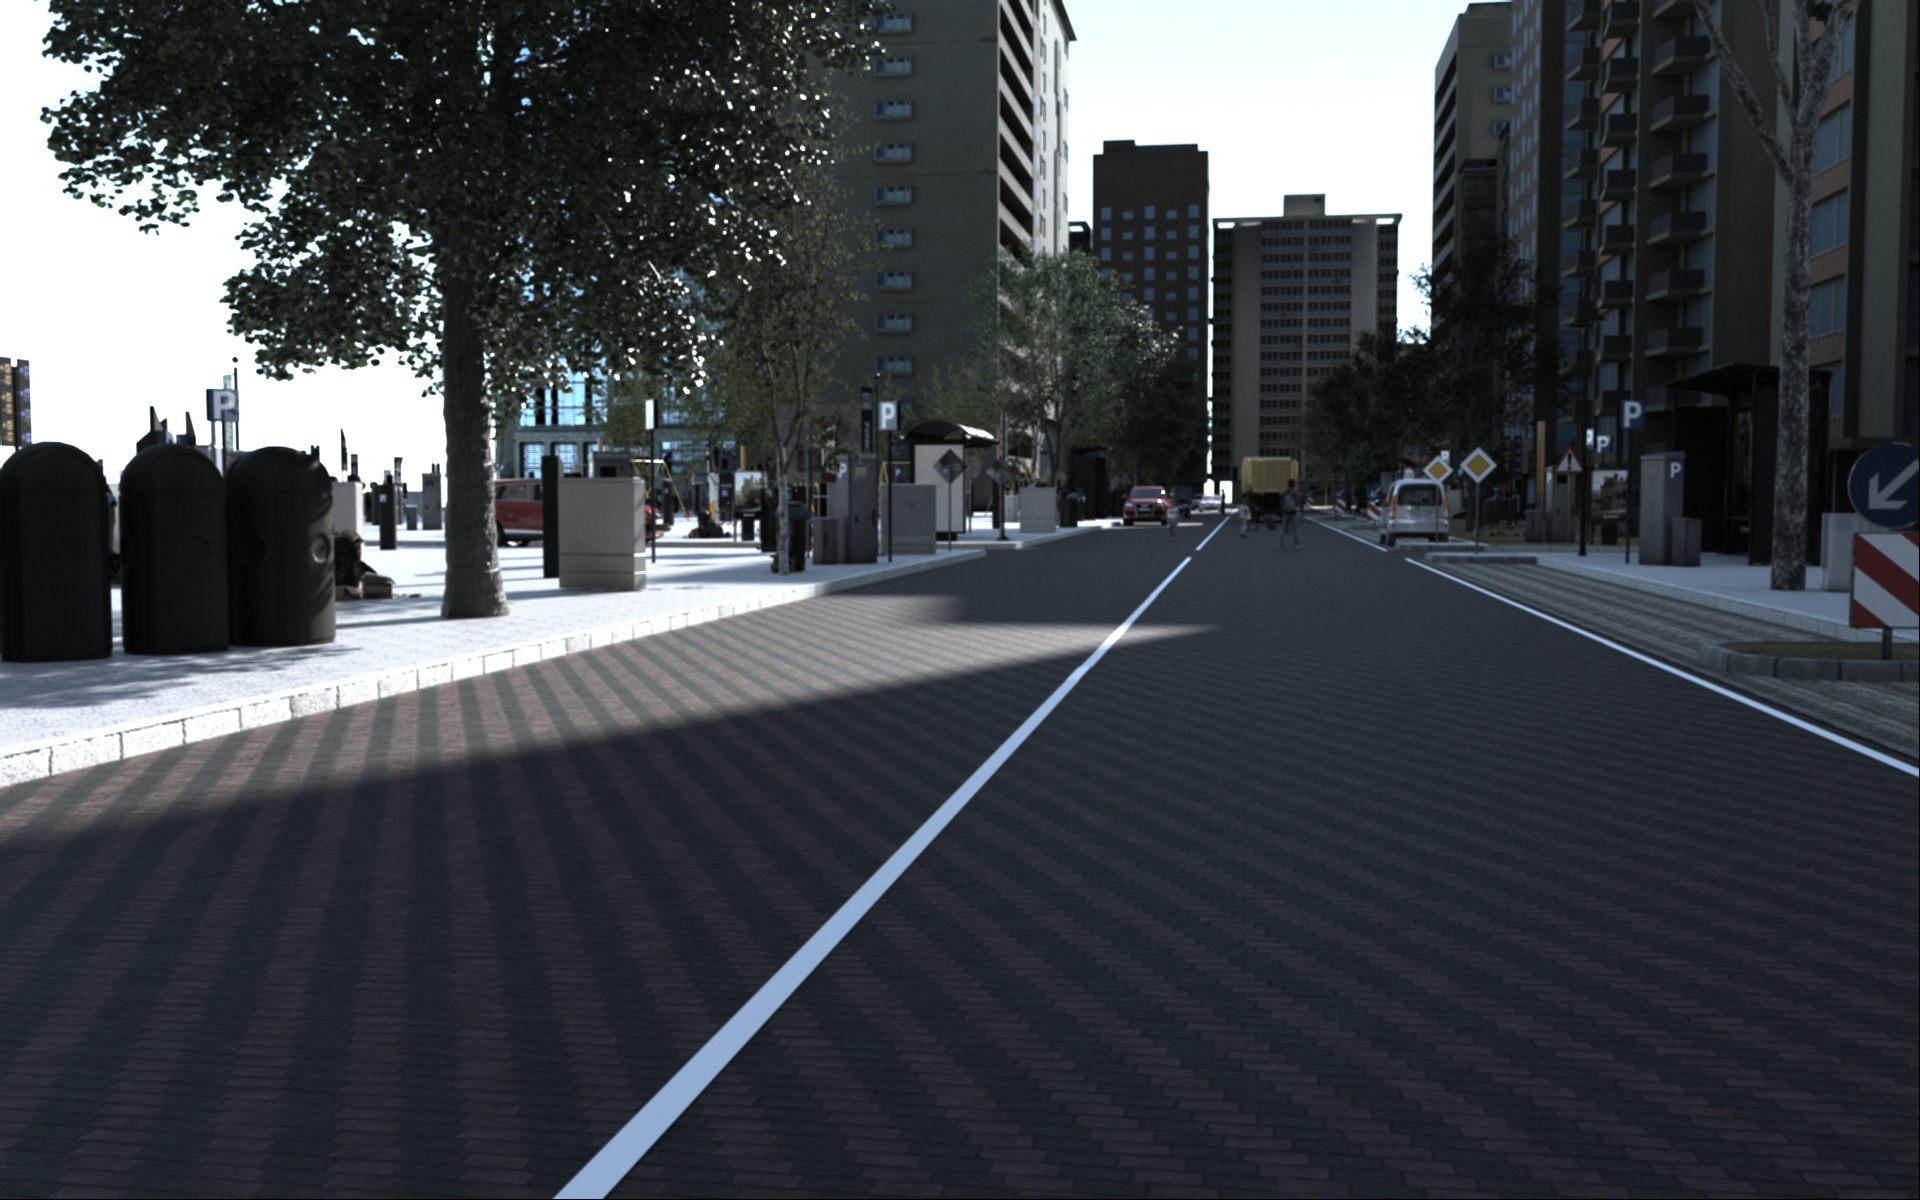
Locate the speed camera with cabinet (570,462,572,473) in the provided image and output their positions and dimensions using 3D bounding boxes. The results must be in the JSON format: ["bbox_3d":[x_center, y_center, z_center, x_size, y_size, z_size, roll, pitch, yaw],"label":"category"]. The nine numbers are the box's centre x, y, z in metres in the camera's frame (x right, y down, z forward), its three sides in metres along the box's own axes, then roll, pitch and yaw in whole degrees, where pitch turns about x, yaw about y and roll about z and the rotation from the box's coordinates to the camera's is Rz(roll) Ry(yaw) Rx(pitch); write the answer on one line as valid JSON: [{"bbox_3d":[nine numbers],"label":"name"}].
[{"bbox_3d":[-24.287,-6.835,106.082,0.660,3.252,2.038,-3,4,-38],"label":"speed camera with cabinet"}]

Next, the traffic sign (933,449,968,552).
[{"bbox_3d":[-0.226,-2.137,38.577,0.795,2.450,0.064,1,4,9],"label":"traffic sign"}]

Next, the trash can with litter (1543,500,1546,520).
[{"bbox_3d":[29.071,-4.564,86.003,0.624,1.170,1.055,-2,4,-29],"label":"trash can with litter"}]

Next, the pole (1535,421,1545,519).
[{"bbox_3d":[16.238,-3.341,48.471,0.158,3.312,0.155,0,3,0],"label":"pole"}]

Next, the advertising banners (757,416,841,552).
[{"bbox_3d":[-3.553,-2.587,38.478,2.074,3.025,0.090,-2,4,-31],"label":"advertising banners"}]

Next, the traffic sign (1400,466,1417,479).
[{"bbox_3d":[20.670,-4.881,79.910,0.768,2.556,0.104,1,4,13],"label":"traffic sign"}]

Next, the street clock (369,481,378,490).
[{"bbox_3d":[-33.389,-5.756,98.681,0.471,2.002,0.358,1,4,21],"label":"street clock"}]

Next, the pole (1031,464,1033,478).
[{"bbox_3d":[4.797,-7.444,115.553,0.158,3.312,0.155,0,3,0],"label":"pole"}]

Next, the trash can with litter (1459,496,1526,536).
[{"bbox_3d":[16.618,-2.567,53.027,2.233,1.210,1.678,2,4,30],"label":"trash can with litter"}]

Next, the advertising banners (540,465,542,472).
[{"bbox_3d":[-23.955,-6.540,103.113,2.074,3.025,0.090,0,4,4],"label":"advertising banners"}]

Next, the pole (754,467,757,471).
[{"bbox_3d":[-14.597,-7.953,123.866,0.158,3.312,0.155,0,3,0],"label":"pole"}]

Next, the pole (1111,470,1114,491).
[{"bbox_3d":[10.655,-7.771,120.892,0.158,3.312,0.155,0,3,0],"label":"pole"}]

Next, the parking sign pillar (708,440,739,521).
[{"bbox_3d":[-11.193,-5.709,81.806,1.447,3.967,1.447,-2,4,-28],"label":"parking sign pillar"}]

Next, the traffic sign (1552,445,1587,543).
[{"bbox_3d":[15.976,-2.780,45.451,0.884,2.594,0.081,1,4,15],"label":"traffic sign"}]

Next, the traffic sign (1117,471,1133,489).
[{"bbox_3d":[9.270,-5.960,97.444,0.884,2.594,0.081,1,4,16],"label":"traffic sign"}]

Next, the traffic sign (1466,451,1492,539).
[{"bbox_3d":[14.919,-3.045,49.890,0.768,2.556,0.104,1,4,16],"label":"traffic sign"}]

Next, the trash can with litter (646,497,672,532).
[{"bbox_3d":[-10.338,-2.915,59.054,0.624,1.170,1.055,2,4,25],"label":"trash can with litter"}]

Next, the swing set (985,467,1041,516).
[{"bbox_3d":[3.345,-6.385,102.014,2.862,2.851,3.119,-2,4,-30],"label":"swing set"}]

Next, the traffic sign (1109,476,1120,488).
[{"bbox_3d":[10.706,-7.333,120.003,0.768,2.556,0.104,1,4,12],"label":"traffic sign"}]

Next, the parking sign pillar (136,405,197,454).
[{"bbox_3d":[-24.556,-3.970,53.388,1.447,3.967,1.447,-1,4,-11],"label":"parking sign pillar"}]

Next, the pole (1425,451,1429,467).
[{"bbox_3d":[21.927,-5.352,81.344,0.158,3.312,0.155,0,3,0],"label":"pole"}]

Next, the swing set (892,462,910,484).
[{"bbox_3d":[-2.495,-5.305,84.359,3.119,2.851,2.862,1,4,16],"label":"swing set"}]

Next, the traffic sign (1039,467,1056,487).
[{"bbox_3d":[4.143,-5.009,81.908,0.884,2.594,0.081,1,4,17],"label":"traffic sign"}]

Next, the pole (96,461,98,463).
[{"bbox_3d":[-53.231,-6.907,106.774,0.158,3.312,0.155,0,3,0],"label":"pole"}]

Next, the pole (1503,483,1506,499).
[{"bbox_3d":[34.835,-7.150,110.746,0.158,3.312,0.155,0,3,0],"label":"pole"}]

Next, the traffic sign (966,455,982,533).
[{"bbox_3d":[0.329,-3.479,56.987,0.768,2.556,0.104,1,4,19],"label":"traffic sign"}]

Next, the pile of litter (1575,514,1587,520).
[{"bbox_3d":[31.279,-4.412,86.101,1.719,0.858,1.176,-1,4,-15],"label":"pile of litter"}]

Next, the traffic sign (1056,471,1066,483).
[{"bbox_3d":[5.615,-5.964,97.614,0.768,2.556,0.104,1,4,15],"label":"traffic sign"}]

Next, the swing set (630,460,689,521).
[{"bbox_3d":[-14.594,-5.110,81.170,2.862,2.851,3.119,1,4,20],"label":"swing set"}]

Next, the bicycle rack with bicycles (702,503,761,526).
[{"bbox_3d":[-9.402,-3.558,71.558,2.852,0.926,2.925,-1,4,-17],"label":"bicycle rack with bicycles"}]

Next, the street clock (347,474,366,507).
[{"bbox_3d":[-22.042,-3.576,63.040,0.471,2.002,0.358,1,4,8],"label":"street clock"}]

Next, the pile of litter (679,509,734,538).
[{"bbox_3d":[-7.420,-2.237,50.544,1.719,0.858,1.176,1,4,22],"label":"pile of litter"}]

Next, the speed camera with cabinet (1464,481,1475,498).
[{"bbox_3d":[32.407,-7.225,112.458,2.038,3.252,0.660,1,4,12],"label":"speed camera with cabinet"}]

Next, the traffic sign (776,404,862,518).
[{"bbox_3d":[-3.125,-2.784,39.390,2.265,3.308,0.079,1,4,17],"label":"traffic sign"}]

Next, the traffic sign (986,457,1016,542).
[{"bbox_3d":[1.095,-2.618,46.453,0.795,2.450,0.064,1,4,9],"label":"traffic sign"}]

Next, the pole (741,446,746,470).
[{"bbox_3d":[-9.138,-4.851,73.153,0.158,3.312,0.155,0,3,0],"label":"pole"}]

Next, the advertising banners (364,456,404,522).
[{"bbox_3d":[-26.540,-5.117,79.848,0.090,3.025,2.074,3,5,40],"label":"advertising banners"}]

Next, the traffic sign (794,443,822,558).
[{"bbox_3d":[-3.032,-1.983,34.555,0.606,2.300,0.079,1,4,16],"label":"traffic sign"}]

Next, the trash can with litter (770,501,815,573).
[{"bbox_3d":[-2.778,-1.050,28.560,0.624,1.170,1.055,0,4,6],"label":"trash can with litter"}]

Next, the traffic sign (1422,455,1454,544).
[{"bbox_3d":[12.280,-2.503,44.563,0.795,2.450,0.064,1,4,9],"label":"traffic sign"}]

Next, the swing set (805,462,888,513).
[{"bbox_3d":[-4.676,-3.846,60.509,3.119,2.851,2.862,2,4,29],"label":"swing set"}]

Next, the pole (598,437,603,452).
[{"bbox_3d":[-12.965,-4.199,62.495,0.158,3.312,0.155,0,3,0],"label":"pole"}]

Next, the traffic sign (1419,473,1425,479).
[{"bbox_3d":[26.654,-6.094,99.636,0.884,2.594,0.081,1,4,18],"label":"traffic sign"}]

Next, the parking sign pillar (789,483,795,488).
[{"bbox_3d":[-11.482,-8.239,123.186,1.447,3.967,1.447,-2,4,-33],"label":"parking sign pillar"}]

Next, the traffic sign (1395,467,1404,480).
[{"bbox_3d":[20.768,-4.955,81.127,0.768,2.556,0.104,1,4,15],"label":"traffic sign"}]

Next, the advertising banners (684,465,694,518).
[{"bbox_3d":[-14.482,-5.908,92.776,0.090,3.025,2.074,0,4,5],"label":"advertising banners"}]

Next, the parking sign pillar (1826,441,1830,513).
[{"bbox_3d":[25.636,-3.874,51.814,1.447,3.967,1.447,2,4,35],"label":"parking sign pillar"}]

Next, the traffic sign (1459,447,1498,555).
[{"bbox_3d":[10.959,-2.021,36.687,0.795,2.450,0.064,1,4,9],"label":"traffic sign"}]

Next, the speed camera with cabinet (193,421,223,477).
[{"bbox_3d":[-14.061,-2.373,33.132,0.660,3.252,2.038,0,4,7],"label":"speed camera with cabinet"}]

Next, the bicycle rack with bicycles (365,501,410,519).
[{"bbox_3d":[-29.186,-4.582,88.293,2.852,0.926,2.925,0,4,4],"label":"bicycle rack with bicycles"}]

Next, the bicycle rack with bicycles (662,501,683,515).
[{"bbox_3d":[-18.438,-5.808,108.339,2.852,0.926,2.925,-1,4,-14],"label":"bicycle rack with bicycles"}]

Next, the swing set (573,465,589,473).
[{"bbox_3d":[-18.872,-5.754,91.697,3.119,2.851,2.862,0,4,6],"label":"swing set"}]

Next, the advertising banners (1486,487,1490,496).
[{"bbox_3d":[31.861,-6.655,104.999,0.090,3.025,2.074,0,4,0],"label":"advertising banners"}]

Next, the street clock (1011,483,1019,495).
[{"bbox_3d":[3.727,-6.890,117.215,0.471,2.002,0.358,-3,4,-37],"label":"street clock"}]
